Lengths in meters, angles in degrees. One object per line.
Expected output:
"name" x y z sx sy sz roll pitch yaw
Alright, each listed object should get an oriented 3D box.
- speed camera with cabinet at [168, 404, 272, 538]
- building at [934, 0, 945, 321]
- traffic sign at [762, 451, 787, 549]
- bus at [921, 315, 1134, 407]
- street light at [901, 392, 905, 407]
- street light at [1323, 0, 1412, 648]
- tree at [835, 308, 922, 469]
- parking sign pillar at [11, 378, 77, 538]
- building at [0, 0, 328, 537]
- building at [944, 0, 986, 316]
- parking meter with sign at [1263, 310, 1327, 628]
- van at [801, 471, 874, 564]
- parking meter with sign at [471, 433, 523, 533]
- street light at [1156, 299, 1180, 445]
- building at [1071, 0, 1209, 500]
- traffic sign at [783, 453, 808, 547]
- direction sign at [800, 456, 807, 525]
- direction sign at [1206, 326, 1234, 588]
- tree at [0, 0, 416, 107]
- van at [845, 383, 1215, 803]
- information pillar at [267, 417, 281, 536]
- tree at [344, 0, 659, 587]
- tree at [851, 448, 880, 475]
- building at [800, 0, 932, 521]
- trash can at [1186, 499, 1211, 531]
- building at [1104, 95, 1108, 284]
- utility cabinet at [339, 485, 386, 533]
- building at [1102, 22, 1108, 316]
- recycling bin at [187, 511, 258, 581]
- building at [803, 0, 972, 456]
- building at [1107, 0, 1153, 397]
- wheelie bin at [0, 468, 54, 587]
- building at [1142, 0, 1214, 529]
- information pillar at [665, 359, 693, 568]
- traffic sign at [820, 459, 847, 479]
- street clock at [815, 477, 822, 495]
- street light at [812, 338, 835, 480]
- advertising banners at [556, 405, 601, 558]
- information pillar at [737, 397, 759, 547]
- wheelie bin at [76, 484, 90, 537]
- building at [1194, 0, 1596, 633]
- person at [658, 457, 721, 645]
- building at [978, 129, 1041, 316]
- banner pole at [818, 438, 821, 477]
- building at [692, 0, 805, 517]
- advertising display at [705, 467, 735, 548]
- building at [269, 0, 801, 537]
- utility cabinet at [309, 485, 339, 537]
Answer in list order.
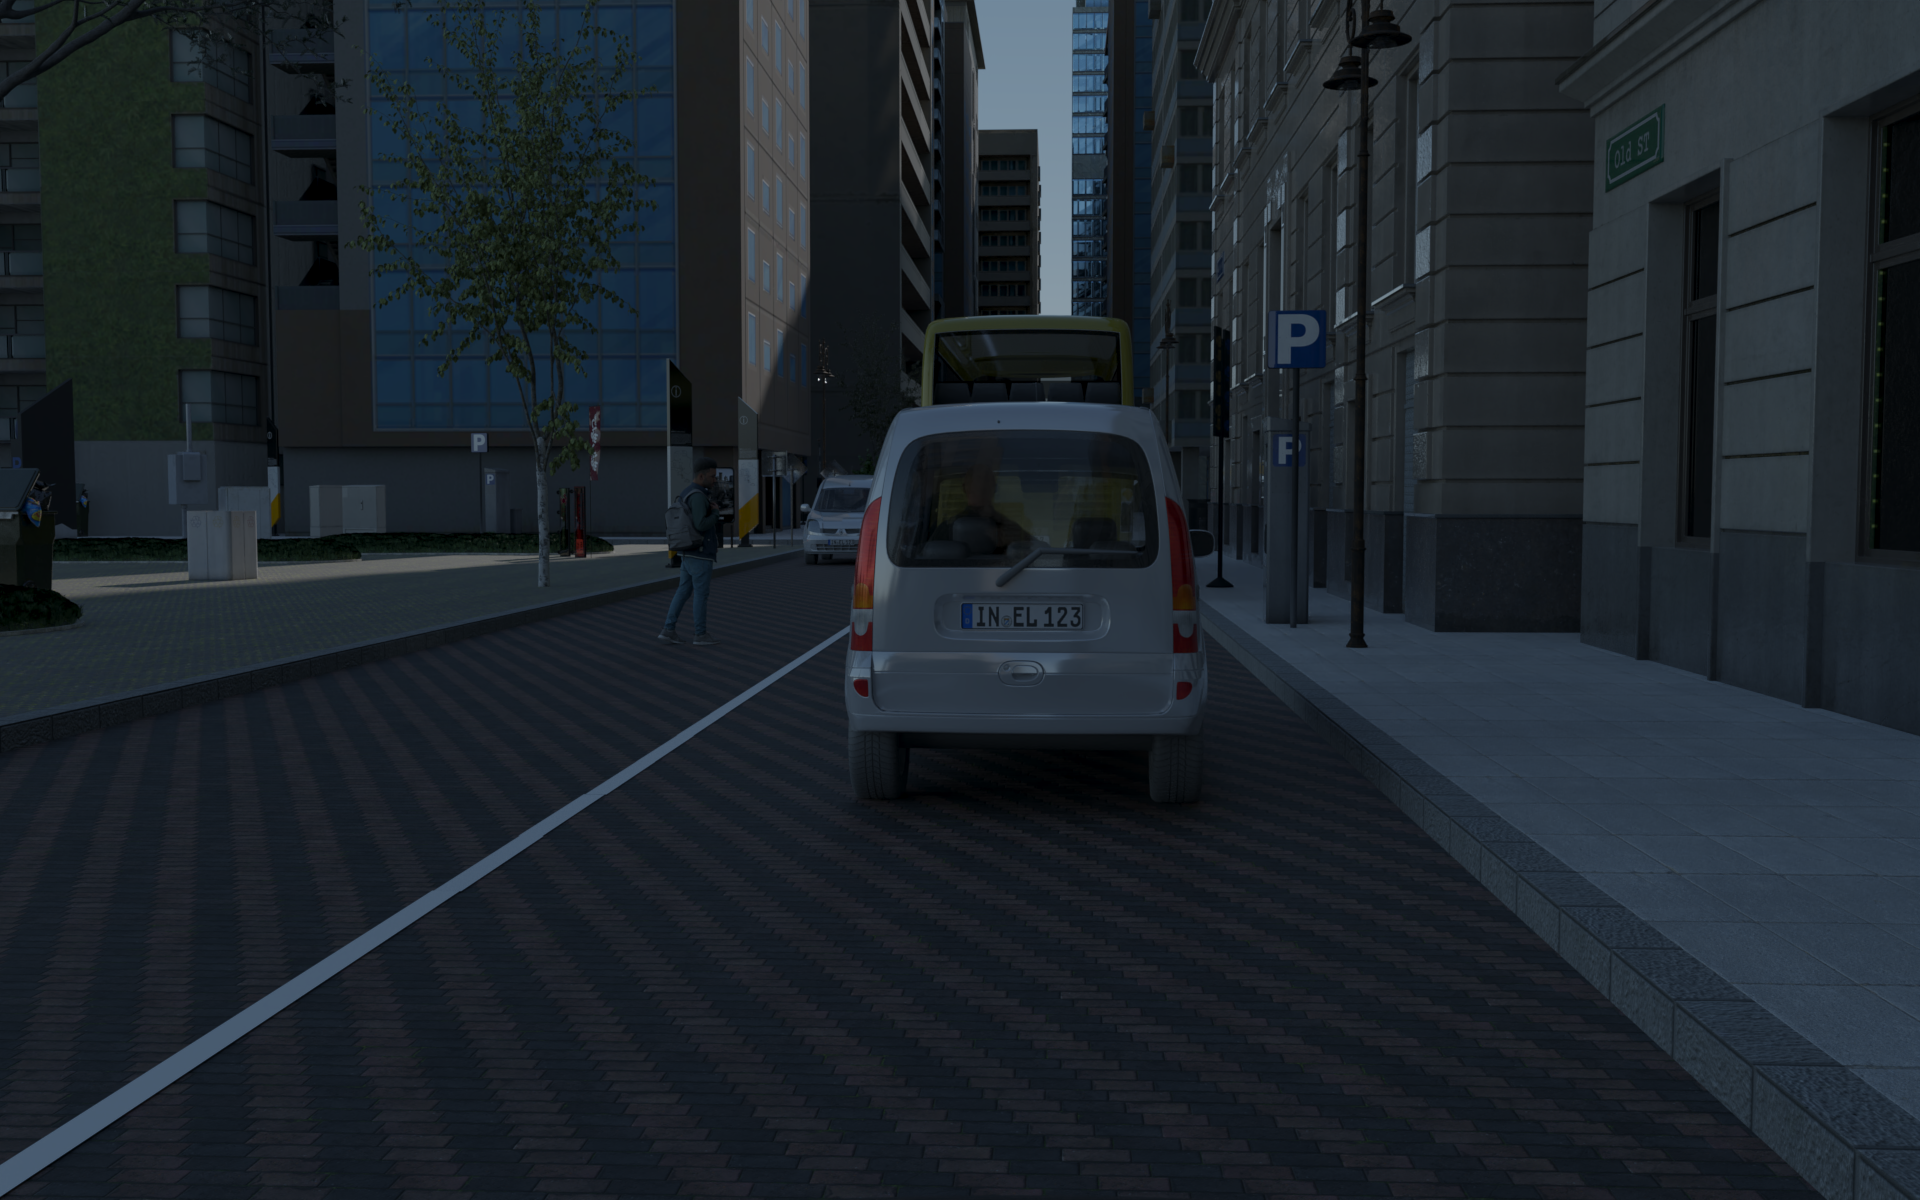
"speed camera with cabinet" -16.526 -2.711 38.667 2.038 3.252 0.660 -3 5 -41
"building" -11.202 -50.566 139.433 22.319 86.520 31.000 0 4 3
"traffic sign" -4.365 -2.360 40.720 0.606 2.300 0.079 1 4 9
"bus" 1.144 -2.140 26.533 2.896 3.916 12.252 0 4 3
"street light" -2.569 -6.464 78.471 0.468 5.910 1.993 0 4 3
"street light" 3.323 -2.540 14.324 0.468 5.910 1.993 0 4 3
"tree" -3.114 -7.229 68.551 4.360 8.622 3.978 0 3 0
"parking sign pillar" -21.102 -3.144 39.876 1.447 3.967 1.447 2 4 28
"building" -28.873 -22.922 58.373 14.086 41.232 14.154 0 4 3
"building" -11.596 -36.469 185.511 27.495 52.752 28.713 0 4 3
"parking meter with sign" 3.294 -1.289 17.341 0.543 3.016 1.738 0 4 7
"van" -2.287 -1.810 36.597 2.013 2.044 4.112 0 4 2
"parking meter with sign" -13.425 -3.309 50.370 0.543 3.016 1.738 1 4 21
"street light" 4.931 -4.186 41.234 0.468 5.910 1.993 0 4 3
"building" 25.687 -55.349 217.628 31.000 86.520 22.319 0 4 3
"traffic sign" -4.094 -2.356 42.156 0.795 2.450 0.064 0 4 3
"direction sign" -6.509 -4.884 71.850 0.379 3.537 0.876 1 4 16
"direction sign" 3.583 -1.943 23.773 0.379 3.537 0.876 1 4 21
"tree" -7.288 -6.135 10.670 12.009 13.543 11.850 0 3 0
"van" 0.417 -0.149 9.454 2.013 2.044 4.112 0 4 4
"information pillar" -20.832 -3.744 52.562 0.504 3.616 0.183 2 4 33
"tree" -5.906 -4.477 23.562 4.737 8.622 4.395 0 3 0
"tree" -3.860 -4.798 73.042 1.663 3.219 1.824 0 3 0
"building" -12.854 -28.585 91.060 21.300 48.544 21.600 0 4 3
"trash can" 6.904 -2.346 50.017 0.748 1.137 0.748 0 3 0
"building" 26.560 -34.430 182.532 23.786 49.044 30.456 0 4 3
"utility cabinet" -14.386 -2.025 41.787 1.173 1.500 0.318 2 4 30
"building" 23.796 -30.492 153.163 22.147 44.769 28.867 0 4 3
"recycling bin" -11.067 -0.822 25.993 0.722 1.027 0.722 1 4 11
"building" -6.145 -31.370 163.003 14.600 45.320 14.200 0 4 3
"building" 18.325 -29.455 131.703 14.600 45.320 14.200 0 4 3
"wheelie bin" -11.559 -0.815 21.232 0.980 1.594 0.693 1 4 14
"building" 19.575 -22.936 66.886 23.993 40.220 32.217 0 4 3
"information pillar" -4.890 -2.375 30.183 0.504 3.616 0.183 -3 5 -44
"traffic sign" -3.650 -2.843 50.129 0.795 2.450 0.064 0 4 3
"street clock" -6.086 -4.309 75.021 0.358 2.002 0.471 0 4 -5
"street light" -4.048 -4.818 51.554 0.468 5.910 1.993 0 4 3
"advertising banners" -7.684 -2.370 34.941 0.090 3.025 2.074 -3 4 -36
"information pillar" -5.119 -3.085 41.802 0.504 3.616 0.183 1 4 10
"wheelie bin" -26.539 -2.689 51.874 0.980 1.594 0.693 0 4 2
"building" 10.706 -14.051 27.002 12.463 27.353 25.104 0 4 3
"person" -2.501 -0.465 16.448 0.721 1.781 0.623 -3 4 -38
"building" -0.575 -36.483 220.193 21.600 48.544 21.300 0 4 3
"banner pole" -6.301 -5.365 77.730 0.401 3.779 0.863 -1 4 -10
"building" -9.130 -28.546 116.844 14.600 45.320 14.200 0 4 3
"advertising display" -5.792 -2.189 41.007 0.974 1.923 0.123 -2 4 -35
"building" -12.879 -24.893 57.111 14.600 45.320 14.200 0 4 3
"utility cabinet" -15.630 -2.096 42.954 0.318 1.500 1.173 1 4 17
